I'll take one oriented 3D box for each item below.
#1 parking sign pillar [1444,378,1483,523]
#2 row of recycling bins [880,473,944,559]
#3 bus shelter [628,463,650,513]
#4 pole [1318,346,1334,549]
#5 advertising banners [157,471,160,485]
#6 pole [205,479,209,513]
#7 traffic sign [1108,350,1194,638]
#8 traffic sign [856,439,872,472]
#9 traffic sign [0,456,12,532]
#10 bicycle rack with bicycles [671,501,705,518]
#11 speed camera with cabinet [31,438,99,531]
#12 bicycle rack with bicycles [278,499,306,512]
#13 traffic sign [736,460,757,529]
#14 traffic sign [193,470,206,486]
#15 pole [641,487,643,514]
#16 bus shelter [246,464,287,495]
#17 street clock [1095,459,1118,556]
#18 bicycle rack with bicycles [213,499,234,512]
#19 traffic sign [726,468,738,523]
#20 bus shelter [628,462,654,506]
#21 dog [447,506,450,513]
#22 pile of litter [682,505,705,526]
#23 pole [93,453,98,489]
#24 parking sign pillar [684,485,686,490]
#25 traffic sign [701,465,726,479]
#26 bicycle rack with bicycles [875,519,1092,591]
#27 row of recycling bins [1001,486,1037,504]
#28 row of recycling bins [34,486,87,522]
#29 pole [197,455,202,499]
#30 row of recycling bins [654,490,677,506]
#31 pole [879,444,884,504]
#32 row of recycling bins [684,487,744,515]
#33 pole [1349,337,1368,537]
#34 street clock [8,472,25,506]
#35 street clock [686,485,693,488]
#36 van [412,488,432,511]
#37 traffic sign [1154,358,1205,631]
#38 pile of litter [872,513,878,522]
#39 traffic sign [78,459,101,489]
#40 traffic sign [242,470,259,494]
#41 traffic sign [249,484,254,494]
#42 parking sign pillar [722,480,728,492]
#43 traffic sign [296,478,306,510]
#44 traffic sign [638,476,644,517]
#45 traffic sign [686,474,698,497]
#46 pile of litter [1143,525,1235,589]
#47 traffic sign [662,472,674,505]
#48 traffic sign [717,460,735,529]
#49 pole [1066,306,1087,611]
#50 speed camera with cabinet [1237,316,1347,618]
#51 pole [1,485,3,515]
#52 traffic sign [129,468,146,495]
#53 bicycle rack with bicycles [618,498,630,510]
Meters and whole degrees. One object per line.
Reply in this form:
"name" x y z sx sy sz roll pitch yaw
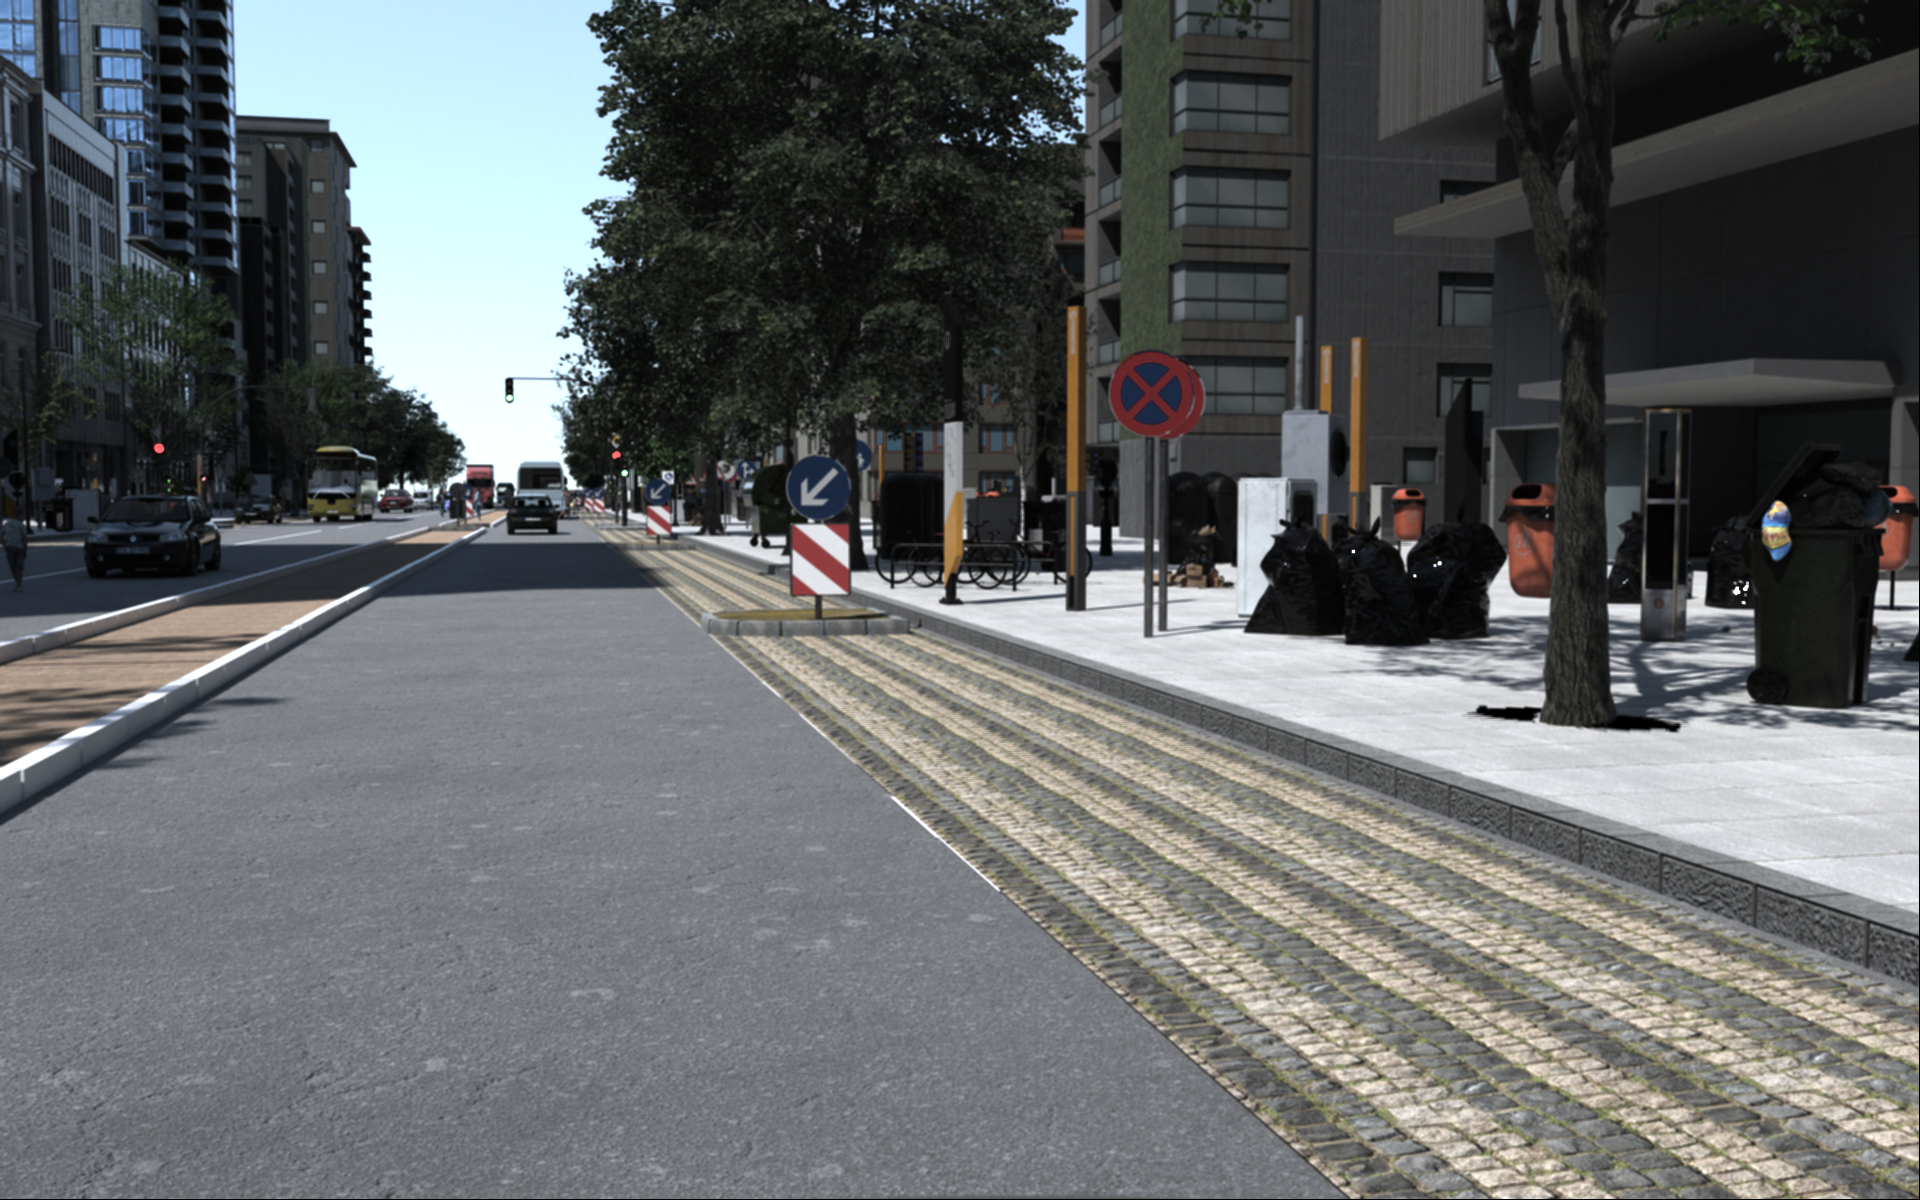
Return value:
"parking sign pillar" 11.887 -3.208 40.928 1.447 3.967 1.447 0 4 -5
"row of recycling bins" -0.891 -1.750 35.724 1.069 1.692 3.534 1 4 10
"bus shelter" -21.935 -8.710 120.033 2.179 5.291 8.768 -1 4 -13
"pole" 5.060 -1.842 23.952 0.158 3.312 0.155 0 3 0
"advertising banners" -55.353 -7.672 121.626 2.074 3.025 0.090 -1 4 -15
"pole" -41.137 -6.158 94.519 0.158 3.312 0.155 0 3 0
"traffic sign" 1.688 -0.937 15.423 0.768 2.556 0.104 0 4 -6
"traffic sign" -2.431 -2.460 40.332 0.768 2.556 0.104 -1 4 -12
"traffic sign" -32.272 -3.556 58.245 0.768 2.556 0.104 0 4 -6
"bicycle rack with bicycles" -13.945 -4.703 90.275 2.925 0.926 2.852 -2 4 -26
"speed camera with cabinet" -31.700 -4.098 61.344 2.038 3.252 0.660 -3 4 -36
"bicycle rack with bicycles" -48.256 -6.748 123.714 2.852 0.926 2.925 -2 4 -35
"traffic sign" -7.903 -3.924 64.257 0.768 2.556 0.104 0 4 -6
"traffic sign" -41.155 -5.717 93.479 0.884 2.594 0.081 0 4 -8
"pole" -20.660 -7.276 112.810 0.158 3.312 0.155 0 3 0
"bus shelter" -47.722 -7.658 119.124 2.014 3.302 5.546 -1 4 -13
"street clock" 3.030 -1.915 35.880 0.358 2.002 0.471 -2 4 -32
"bicycle rack with bicycles" -59.154 -7.630 138.140 2.852 0.926 2.925 1 4 15
"traffic sign" -10.220 -4.685 76.699 0.768 2.556 0.104 -1 4 -13
"bus shelter" -23.607 -8.382 128.335 1.731 3.624 6.357 -1 4 -13
"dog" -39.111 -6.939 132.738 0.540 0.507 0.406 1 4 10
"pile of litter" -10.356 -3.396 69.487 1.719 0.858 1.176 -1 4 -19
"pole" -42.913 -5.637 86.012 0.158 3.312 0.155 0 3 0
"parking sign pillar" -20.465 -8.505 127.533 1.447 3.967 1.447 0 4 -1
"traffic sign" -8.814 -3.785 61.881 0.884 2.594 0.081 0 4 -6
"bicycle rack with bicycles" 0.119 -0.660 24.168 2.925 0.926 2.852 1 4 22
"row of recycling bins" 2.925 -4.857 86.532 1.069 1.692 3.534 -1 4 -19
"row of recycling bins" -41.709 -4.479 80.340 1.069 1.692 3.534 0 4 4
"pole" -39.295 -5.851 89.511 0.158 3.312 0.155 0 3 0
"row of recycling bins" -24.274 -8.518 146.382 3.534 1.692 1.069 -1 4 -17
"pole" -3.206 -4.712 70.888 0.158 3.312 0.155 0 3 0
"row of recycling bins" -15.358 -6.105 106.935 3.534 1.692 1.069 0 4 7
"pole" 5.216 -1.764 22.690 0.158 3.312 0.155 0 3 0
"street clock" -31.510 -3.263 57.923 0.358 2.002 0.471 2 4 25
"street clock" -18.553 -6.978 118.654 0.471 2.002 0.358 -1 4 -10
"van" -47.227 -8.864 151.940 2.013 2.044 4.112 -1 4 -12
"traffic sign" 1.897 -0.980 16.125 0.768 2.556 0.104 -1 4 -12
"pile of litter" -3.351 -3.992 79.233 1.176 0.858 1.719 3 5 44
"traffic sign" -31.298 -3.802 62.264 0.768 2.556 0.104 -1 4 -11
"traffic sign" -38.894 -5.808 94.966 0.884 2.594 0.081 -1 4 -11
"traffic sign" -46.705 -6.956 113.837 0.768 2.556 0.104 0 4 -6
"parking sign pillar" -20.165 -9.821 149.046 1.447 3.967 1.447 -1 4 -18
"traffic sign" -53.619 -8.610 140.881 0.768 2.556 0.104 0 4 -4
"traffic sign" -17.947 -5.878 98.235 0.606 2.300 0.079 -1 4 -9
"traffic sign" -15.826 -6.224 101.773 0.884 2.594 0.081 0 4 -5
"pile of litter" 3.196 -0.626 24.202 1.176 0.858 1.719 -1 4 -8
"traffic sign" -12.904 -4.568 76.821 0.606 2.300 0.079 0 4 -5
"traffic sign" -8.611 -3.877 63.491 0.768 2.556 0.104 -1 4 -9
"pole" 1.274 -1.534 18.930 0.158 3.312 0.155 0 3 0
"speed camera with cabinet" 3.605 -1.486 18.626 0.660 3.252 2.038 2 4 29
"pole" -32.854 -3.995 59.168 0.158 3.312 0.155 0 3 0
"traffic sign" -39.552 -5.088 83.289 0.768 2.556 0.104 0 4 -7
"bicycle rack with bicycles" -27.311 -7.865 141.980 2.852 0.926 2.925 -2 4 -26
